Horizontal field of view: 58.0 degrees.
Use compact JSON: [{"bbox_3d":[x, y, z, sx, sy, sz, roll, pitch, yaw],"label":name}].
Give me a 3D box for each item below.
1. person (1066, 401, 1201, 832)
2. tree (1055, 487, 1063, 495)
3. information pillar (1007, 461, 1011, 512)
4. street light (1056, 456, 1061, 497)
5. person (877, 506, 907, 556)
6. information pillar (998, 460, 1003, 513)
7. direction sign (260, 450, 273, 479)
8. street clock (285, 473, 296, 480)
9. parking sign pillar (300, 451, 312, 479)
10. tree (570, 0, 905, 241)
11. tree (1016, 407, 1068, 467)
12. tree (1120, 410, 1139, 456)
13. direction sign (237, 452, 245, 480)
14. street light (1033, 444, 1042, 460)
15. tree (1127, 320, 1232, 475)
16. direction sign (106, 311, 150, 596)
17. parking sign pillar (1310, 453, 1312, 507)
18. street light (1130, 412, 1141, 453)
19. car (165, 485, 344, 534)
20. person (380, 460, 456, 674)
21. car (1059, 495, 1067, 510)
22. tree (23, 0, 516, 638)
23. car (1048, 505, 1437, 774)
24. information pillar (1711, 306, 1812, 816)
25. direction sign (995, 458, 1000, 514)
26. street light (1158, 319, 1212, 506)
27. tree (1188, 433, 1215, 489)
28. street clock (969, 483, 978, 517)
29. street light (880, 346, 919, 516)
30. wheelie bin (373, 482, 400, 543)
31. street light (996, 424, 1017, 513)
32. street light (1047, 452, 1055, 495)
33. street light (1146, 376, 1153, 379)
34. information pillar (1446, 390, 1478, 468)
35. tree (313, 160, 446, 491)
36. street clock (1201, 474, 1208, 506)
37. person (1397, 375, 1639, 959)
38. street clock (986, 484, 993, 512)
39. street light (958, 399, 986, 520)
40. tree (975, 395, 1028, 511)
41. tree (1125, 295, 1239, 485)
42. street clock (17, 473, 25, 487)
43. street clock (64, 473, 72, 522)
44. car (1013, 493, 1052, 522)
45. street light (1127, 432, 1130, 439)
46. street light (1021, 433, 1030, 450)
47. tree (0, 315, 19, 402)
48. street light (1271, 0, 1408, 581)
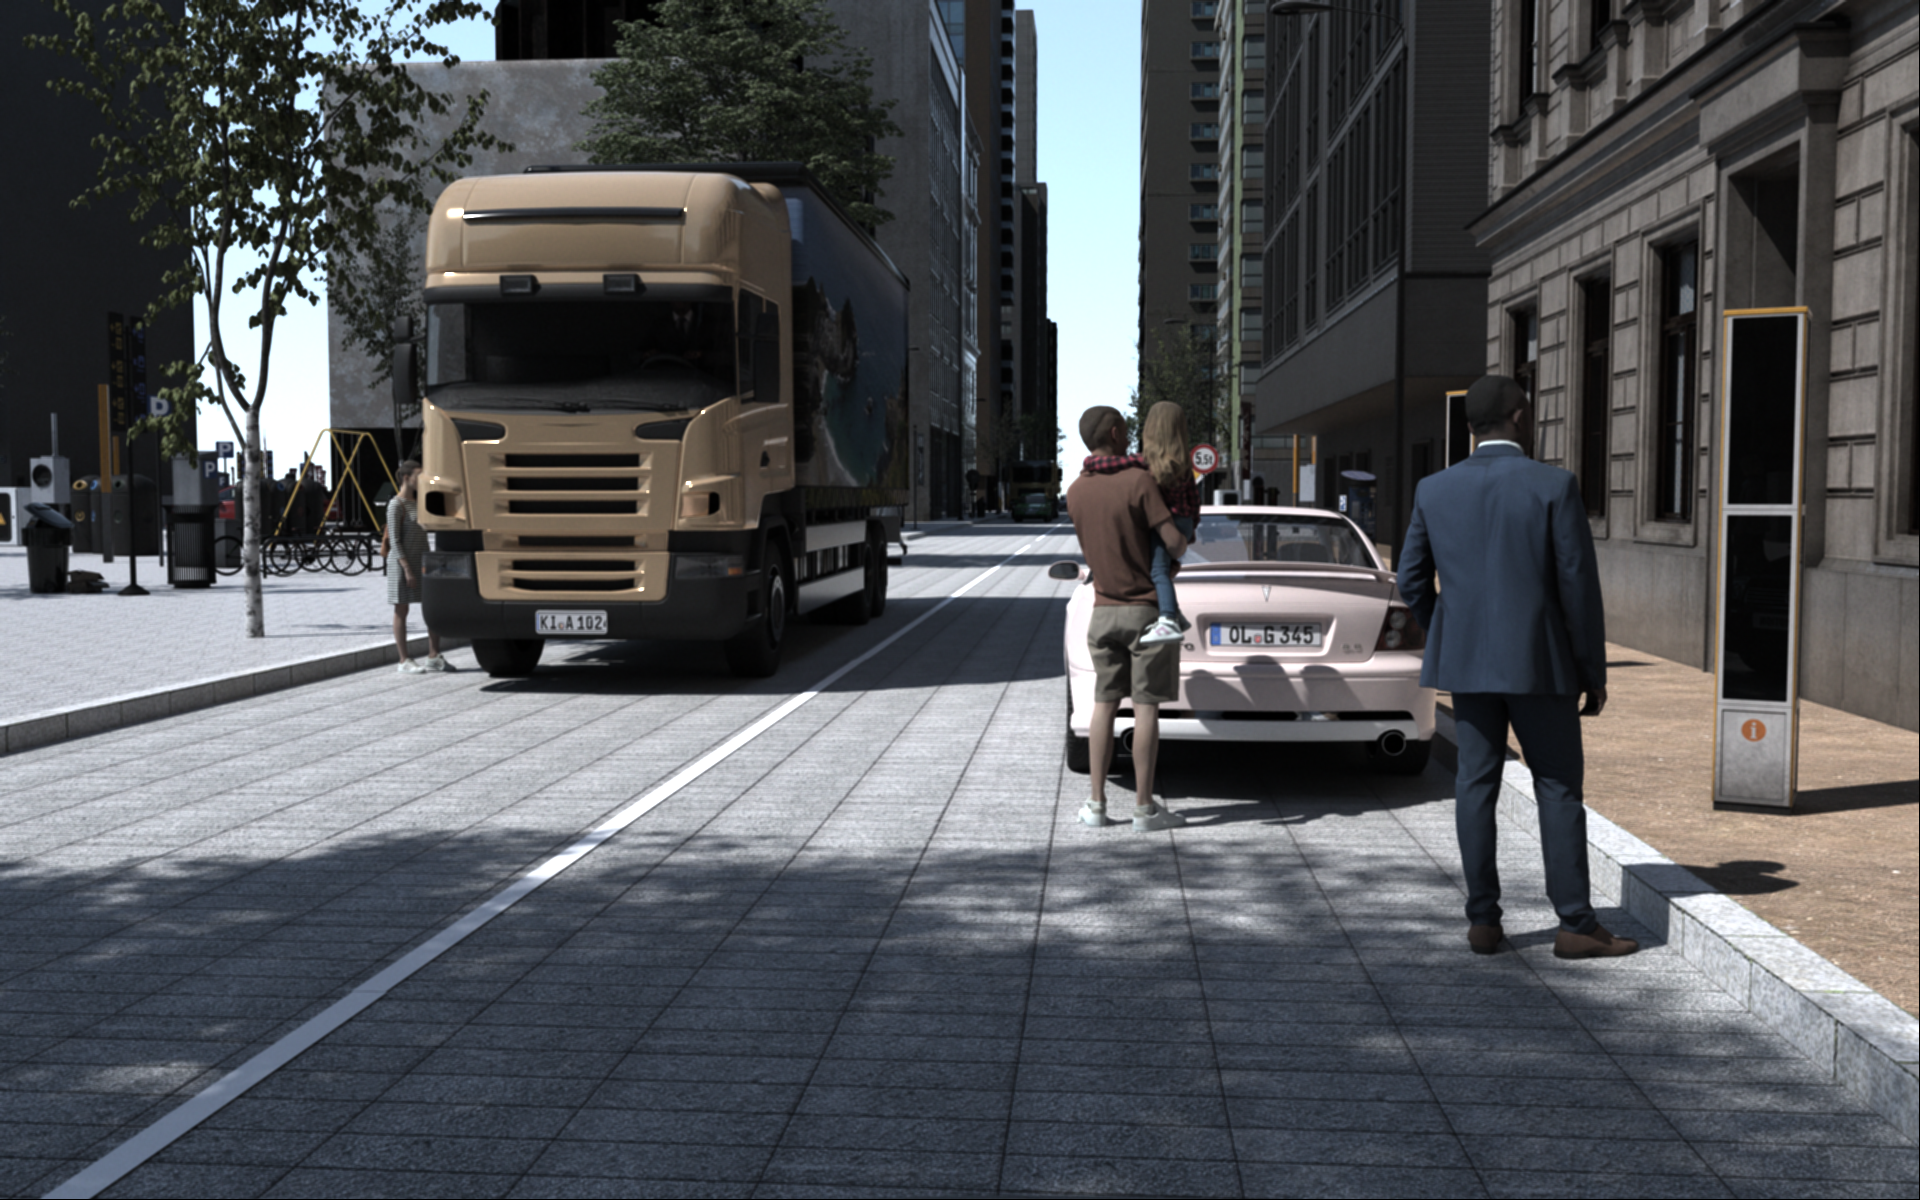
[{"bbox_3d":[0.767,0.061,7.470,0.580,1.828,0.573,0,4,-7],"label":"person"},{"bbox_3d":[14.644,-16.288,260.910,1.663,3.219,1.824,0,3,0],"label":"tree"},{"bbox_3d":[3.429,-7.953,121.387,0.183,3.616,0.504,2,4,26],"label":"information pillar"},{"bbox_3d":[11.387,-14.757,213.812,1.470,5.913,1.316,0,4,5],"label":"street light"},{"bbox_3d":[-1.557,-1.914,39.675,0.818,1.842,0.514,3,5,42],"label":"person"},{"bbox_3d":[2.774,-7.893,120.401,0.183,3.616,0.504,-2,4,-35],"label":"information pillar"},{"bbox_3d":[-36.075,-5.993,89.989,0.876,3.537,0.379,1,4,11],"label":"direction sign"},{"bbox_3d":[-23.316,-3.411,60.333,0.358,2.002,0.471,0,4,-3],"label":"street clock"},{"bbox_3d":[-40.606,-7.289,107.649,1.447,3.967,1.447,-3,4,-36],"label":"parking sign pillar"},{"bbox_3d":[-4.597,-7.157,35.137,7.486,12.596,7.792,0,3,0],"label":"tree"},{"bbox_3d":[8.978,-17.125,205.753,9.928,11.665,9.643,0,3,0],"label":"tree"},{"bbox_3d":[21.373,-17.628,213.968,9.928,11.665,9.643,0,3,0],"label":"tree"},{"bbox_3d":[-38.273,-6.131,92.244,0.876,3.537,0.379,3,5,42],"label":"direction sign"},{"bbox_3d":[6.973,-11.532,161.081,1.470,5.913,1.316,0,4,5],"label":"street light"},{"bbox_3d":[9.047,-7.532,73.513,4.737,8.622,4.395,0,3,0],"label":"tree"},{"bbox_3d":[-10.522,-1.832,21.949,0.379,3.537,0.876,0,4,2],"label":"direction sign"},{"bbox_3d":[16.625,-5.529,78.878,1.447,3.967,1.447,3,4,38],"label":"parking sign pillar"},{"bbox_3d":[10.547,-7.707,98.543,1.470,5.913,1.316,0,4,5],"label":"street light"},{"bbox_3d":[-21.743,-2.731,53.320,5.304,1.827,2.281,0,4,4],"label":"car"},{"bbox_3d":[-4.394,-0.267,13.870,0.522,1.701,0.512,1,4,13],"label":"person"},{"bbox_3d":[9.621,-8.651,153.810,2.083,1.381,4.827,0,4,6],"label":"car"},{"bbox_3d":[-6.278,-3.984,15.502,4.737,8.622,4.395,0,3,0],"label":"tree"},{"bbox_3d":[1.556,0.127,10.285,2.083,1.381,4.827,0,4,4],"label":"car"},{"bbox_3d":[3.248,-0.155,7.021,0.304,2.012,0.304,2,4,29],"label":"information pillar"},{"bbox_3d":[2.380,-7.165,109.137,0.379,3.537,0.876,1,4,17],"label":"direction sign"},{"bbox_3d":[6.114,-4.499,46.093,1.470,5.913,1.316,0,4,5],"label":"street light"},{"bbox_3d":[11.055,-6.155,84.354,4.285,4.588,4.351,0,3,0],"label":"tree"},{"bbox_3d":[0.744,-5.607,96.237,0.471,2.002,0.358,-1,4,-15],"label":"street clock"},{"bbox_3d":[-1.972,-5.023,54.668,1.470,5.913,1.316,0,4,5],"label":"street light"},{"bbox_3d":[-14.931,-2.295,45.429,0.980,1.594,0.693,3,4,37],"label":"wheelie bin"},{"bbox_3d":[3.030,-8.658,114.094,1.470,5.913,1.316,0,4,5],"label":"street light"},{"bbox_3d":[9.418,-13.358,190.937,1.470,5.913,1.316,0,4,5],"label":"street light"},{"bbox_3d":[8.029,-5.865,68.435,1.470,5.913,1.316,0,4,5],"label":"street light"},{"bbox_3d":[3.689,-0.485,12.420,0.304,2.012,0.304,-2,4,-23],"label":"information pillar"},{"bbox_3d":[-12.108,-5.372,38.187,4.360,8.622,3.978,0,3,0],"label":"tree"},{"bbox_3d":[8.197,-3.247,57.655,0.358,2.002,0.471,0,4,-3],"label":"street clock"},{"bbox_3d":[1.730,0.201,5.404,0.721,1.800,0.419,2,4,29],"label":"person"},{"bbox_3d":[2.122,-7.250,123.113,0.471,2.002,0.358,0,4,6],"label":"street clock"},{"bbox_3d":[0.567,-6.843,84.423,1.470,5.913,1.316,0,4,5],"label":"street light"},{"bbox_3d":[2.975,-10.870,128.093,4.360,8.622,3.978,0,3,0],"label":"tree"},{"bbox_3d":[8.321,-6.915,63.428,4.360,8.622,3.978,0,3,0],"label":"tree"},{"bbox_3d":[-32.237,-3.359,59.490,0.358,2.002,0.471,-2,4,-28],"label":"street clock"},{"bbox_3d":[-30.212,-3.306,58.620,0.358,2.002,0.471,-3,5,-43],"label":"street clock"},{"bbox_3d":[3.763,-4.899,88.895,1.959,1.807,4.718,0,4,6],"label":"car"},{"bbox_3d":[13.070,-9.566,128.947,1.470,5.913,1.316,0,4,5],"label":"street light"},{"bbox_3d":[4.467,-9.710,131.305,1.470,5.913,1.316,0,4,5],"label":"street light"},{"bbox_3d":[-27.459,-5.842,45.872,4.360,8.622,3.978,0,3,0],"label":"tree"},{"bbox_3d":[3.627,-2.684,16.424,1.470,5.913,1.316,0,4,5],"label":"street light"}]
